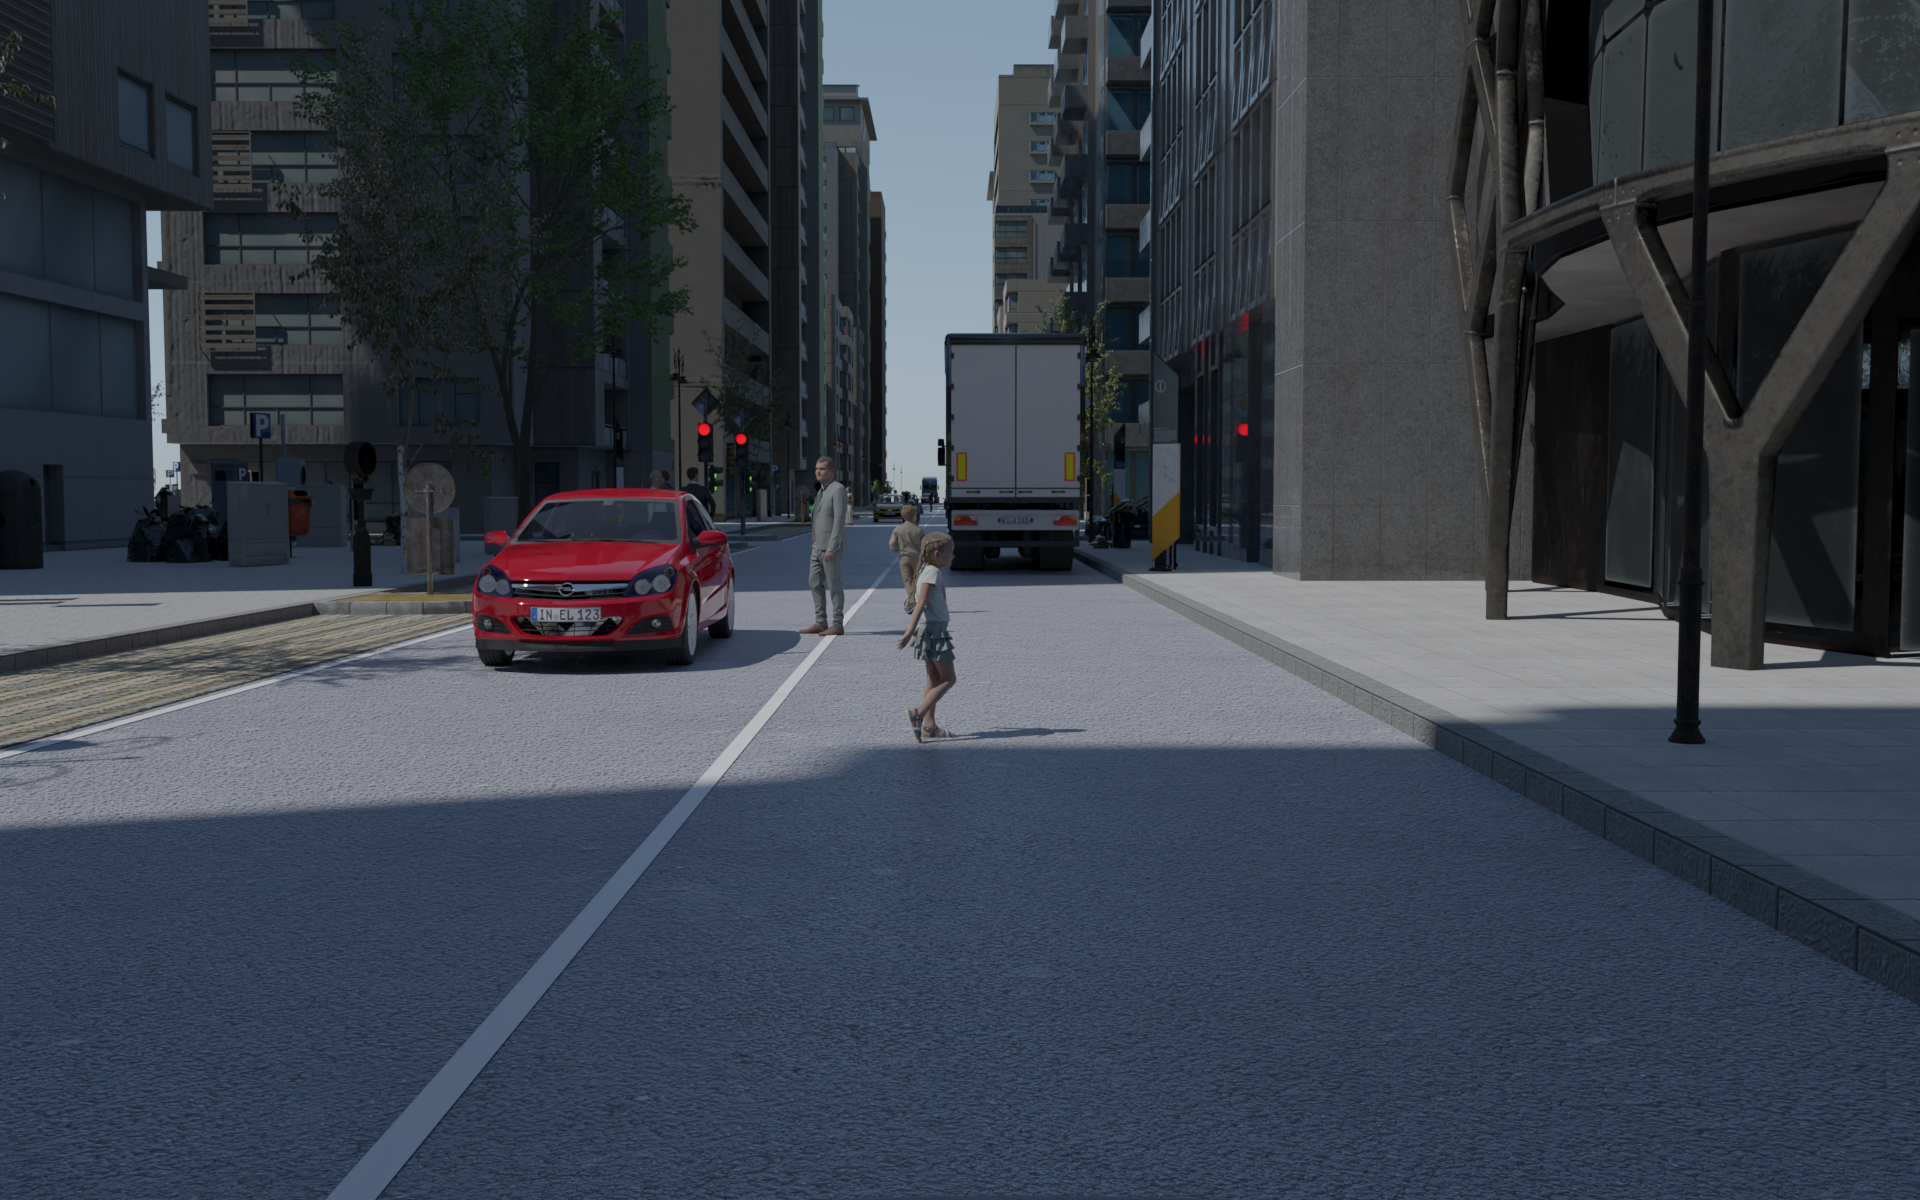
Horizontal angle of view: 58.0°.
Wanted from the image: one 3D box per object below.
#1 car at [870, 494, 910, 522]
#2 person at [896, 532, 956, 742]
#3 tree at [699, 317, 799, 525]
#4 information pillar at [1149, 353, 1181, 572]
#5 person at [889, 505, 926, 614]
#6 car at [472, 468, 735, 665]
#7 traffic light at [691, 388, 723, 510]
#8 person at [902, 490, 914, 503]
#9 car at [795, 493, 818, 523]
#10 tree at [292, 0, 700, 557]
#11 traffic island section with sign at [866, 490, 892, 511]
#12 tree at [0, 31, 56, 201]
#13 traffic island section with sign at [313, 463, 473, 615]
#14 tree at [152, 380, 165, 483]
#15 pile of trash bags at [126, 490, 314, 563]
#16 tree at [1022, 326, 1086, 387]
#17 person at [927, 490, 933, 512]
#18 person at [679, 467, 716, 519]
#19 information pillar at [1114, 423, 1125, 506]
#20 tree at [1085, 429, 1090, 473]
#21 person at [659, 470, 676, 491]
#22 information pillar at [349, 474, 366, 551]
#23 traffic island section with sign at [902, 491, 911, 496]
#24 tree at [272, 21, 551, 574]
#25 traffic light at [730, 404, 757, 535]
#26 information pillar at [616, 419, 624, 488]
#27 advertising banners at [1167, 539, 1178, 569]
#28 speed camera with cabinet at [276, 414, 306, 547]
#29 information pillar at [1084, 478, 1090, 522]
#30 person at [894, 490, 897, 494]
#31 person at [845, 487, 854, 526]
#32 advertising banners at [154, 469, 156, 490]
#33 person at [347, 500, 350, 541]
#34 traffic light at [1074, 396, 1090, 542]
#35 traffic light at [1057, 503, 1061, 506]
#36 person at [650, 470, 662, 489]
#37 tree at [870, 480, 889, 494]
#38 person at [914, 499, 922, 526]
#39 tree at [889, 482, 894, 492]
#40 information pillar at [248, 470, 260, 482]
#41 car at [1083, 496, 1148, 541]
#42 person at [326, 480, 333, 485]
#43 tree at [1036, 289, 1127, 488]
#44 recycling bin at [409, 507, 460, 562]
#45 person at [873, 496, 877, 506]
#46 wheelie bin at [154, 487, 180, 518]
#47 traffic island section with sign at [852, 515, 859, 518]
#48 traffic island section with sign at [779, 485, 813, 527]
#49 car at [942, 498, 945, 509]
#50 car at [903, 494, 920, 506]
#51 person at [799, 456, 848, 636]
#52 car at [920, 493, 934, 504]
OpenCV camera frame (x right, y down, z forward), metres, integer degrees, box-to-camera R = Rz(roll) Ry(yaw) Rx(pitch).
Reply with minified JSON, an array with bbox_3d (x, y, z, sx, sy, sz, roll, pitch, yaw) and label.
[{"bbox_3d":[-3.568,-4.798,88.678,2.015,1.641,3.980,0,4,-1],"label":"car"},{"bbox_3d":[-0.217,0.205,10.163,0.382,1.210,0.505,-1,4,-11],"label":"person"},{"bbox_3d":[-8.940,-7.433,71.899,4.360,8.622,3.978,0,3,0],"label":"tree"},{"bbox_3d":[3.402,-2.281,28.649,0.504,3.616,0.183,3,4,36],"label":"information pillar"},{"bbox_3d":[-0.619,-0.488,20.747,0.475,1.303,0.640,-1,4,-21],"label":"person"},{"bbox_3d":[-3.145,-0.416,15.845,2.155,1.783,4.494,0,4,-1],"label":"car"},{"bbox_3d":[-6.719,-3.487,45.929,0.839,4.253,0.868,0,4,0],"label":"traffic light"},{"bbox_3d":[-4.338,-8.009,140.271,1.217,1.723,0.721,0,4,-6],"label":"person"},{"bbox_3d":[-6.600,-4.367,80.194,1.959,1.807,4.718,0,4,1],"label":"car"},{"bbox_3d":[-9.000,-6.680,34.977,9.928,11.665,9.643,0,3,0],"label":"tree"},{"bbox_3d":[-7.213,-8.749,151.673,1.989,1.847,2.006,0,4,0],"label":"traffic island section with sign"},{"bbox_3d":[-9.280,-3.833,13.027,4.360,8.622,3.978,0,3,0],"label":"tree"},{"bbox_3d":[-6.658,-0.779,21.363,1.989,1.847,2.006,0,4,0],"label":"traffic island section with sign"},{"bbox_3d":[-33.230,-7.167,67.542,4.737,8.622,4.395,0,3,0],"label":"tree"},{"bbox_3d":[-14.190,-1.461,33.640,1.912,1.369,3.447,3,4,39],"label":"pile of trash bags"},{"bbox_3d":[3.653,-7.633,75.155,4.360,8.622,3.978,0,3,0],"label":"tree"},{"bbox_3d":[-2.463,-8.145,142.189,0.721,1.766,1.217,1,4,17],"label":"person"},{"bbox_3d":[-4.601,-1.378,30.389,0.648,1.900,0.474,-1,4,-14],"label":"person"},{"bbox_3d":[5.283,-4.031,57.265,0.504,3.616,0.183,-3,5,-43],"label":"information pillar"},{"bbox_3d":[3.840,-5.296,70.298,4.285,4.588,4.351,0,3,0],"label":"tree"},{"bbox_3d":[-5.299,-1.359,30.518,0.447,1.846,0.655,1,4,20],"label":"person"},{"bbox_3d":[-13.502,-2.099,38.815,0.304,2.012,0.304,-2,4,-30],"label":"information pillar"},{"bbox_3d":[-7.691,-15.573,263.250,1.989,1.847,2.006,0,4,0],"label":"traffic island section with sign"},{"bbox_3d":[-8.803,-4.715,27.456,4.360,8.622,3.978,0,3,0],"label":"tree"},{"bbox_3d":[-6.753,-3.975,53.914,0.839,4.253,0.868,0,4,0],"label":"traffic light"},{"bbox_3d":[-10.496,-3.786,53.257,0.183,3.616,0.504,1,4,15],"label":"information pillar"},{"bbox_3d":[3.680,-2.089,30.346,0.090,3.025,2.074,0,4,1],"label":"advertising banners"},{"bbox_3d":[-16.502,-2.940,42.405,0.660,3.252,2.038,-1,4,-10],"label":"speed camera with cabinet"},{"bbox_3d":[5.944,-4.640,80.358,0.304,2.012,0.304,-1,4,-11],"label":"information pillar"},{"bbox_3d":[-3.966,-5.933,106.506,0.522,1.701,0.512,-1,4,-19],"label":"person"},{"bbox_3d":[-5.031,-4.214,77.952,0.362,1.759,0.519,-3,5,-44],"label":"person"},{"bbox_3d":[-55.132,-7.459,118.147,0.090,3.025,2.074,-3,4,-39],"label":"advertising banners"},{"bbox_3d":[-17.476,-2.326,49.127,0.523,1.515,0.503,-2,4,-24],"label":"person"},{"bbox_3d":[3.092,-3.490,45.986,0.839,4.253,0.868,0,4,0],"label":"traffic light"},{"bbox_3d":[3.058,-3.979,53.971,0.839,4.253,0.868,0,4,0],"label":"traffic light"},{"bbox_3d":[-5.180,-1.281,29.320,0.818,1.842,0.514,-1,4,-20],"label":"person"},{"bbox_3d":[-10.100,-13.326,212.476,1.663,3.219,1.824,0,3,0],"label":"tree"},{"bbox_3d":[-1.719,-3.505,70.491,0.332,1.250,0.352,1,4,12],"label":"person"},{"bbox_3d":[-9.987,-14.198,226.732,1.663,3.219,1.824,0,3,0],"label":"tree"},{"bbox_3d":[-22.029,-3.031,54.056,0.304,2.012,0.304,-3,5,-45],"label":"information pillar"},{"bbox_3d":[5.681,-2.470,50.172,4.222,1.686,2.009,0,4,-1],"label":"car"},{"bbox_3d":[-18.723,-2.648,51.659,0.638,1.841,0.748,-3,4,-37],"label":"person"},{"bbox_3d":[4.138,-6.800,61.545,4.737,8.622,4.395,0,3,0],"label":"tree"},{"bbox_3d":[-9.892,-1.222,32.530,0.722,1.027,0.722,3,5,40],"label":"recycling bin"},{"bbox_3d":[-5.073,-5.610,104.504,0.425,1.301,0.394,-2,4,-33],"label":"person"},{"bbox_3d":[-34.902,-4.166,76.030,0.693,1.594,0.980,0,4,-7],"label":"wheelie bin"},{"bbox_3d":[-7.008,-5.780,103.125,1.989,1.847,2.006,0,4,0],"label":"traffic island section with sign"},{"bbox_3d":[-6.894,-4.131,76.170,1.989,1.847,2.006,0,4,0],"label":"traffic island section with sign"},{"bbox_3d":[-0.689,-9.519,165.423,2.009,1.686,4.222,0,3,0],"label":"car"},{"bbox_3d":[-4.526,-8.895,155.215,2.009,1.686,4.222,0,4,1],"label":"car"},{"bbox_3d":[-1.334,-0.548,17.565,0.391,1.810,0.635,-2,4,-32],"label":"person"},{"bbox_3d":[-4.603,-14.315,243.087,2.155,1.783,4.494,0,4,0],"label":"car"}]
